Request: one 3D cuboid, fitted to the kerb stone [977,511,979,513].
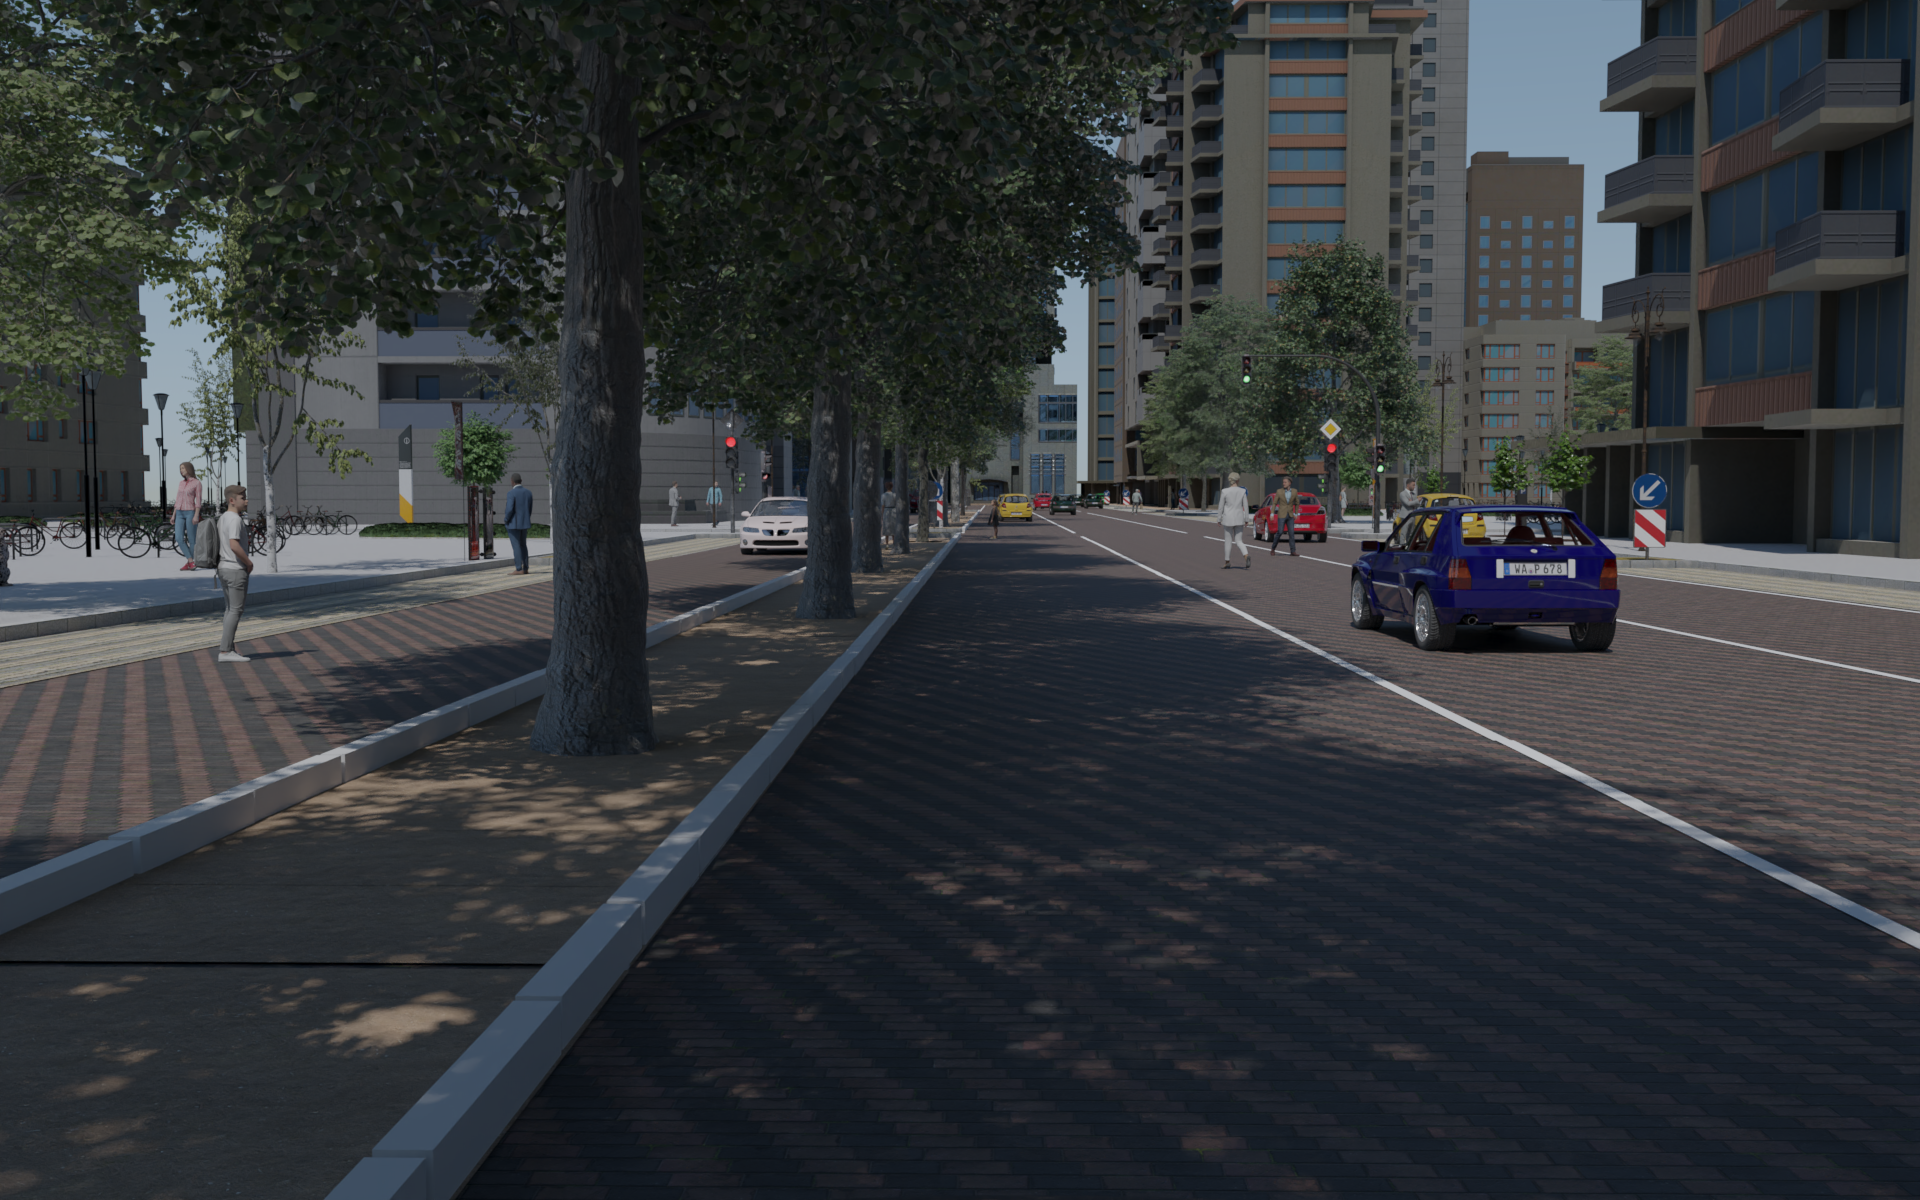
[{"bbox_3d":[1.017,-5.433,111.028,0.120,0.150,1.000,0,4,1],"label":"kerb stone"}]

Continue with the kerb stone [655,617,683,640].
[{"bbox_3d":[-2.931,0.304,17.226,0.120,0.150,1.000,0,4,1],"label":"kerb stone"}]

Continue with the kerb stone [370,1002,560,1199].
[{"bbox_3d":[-1.082,1.121,3.896,0.120,0.150,1.000,0,4,1],"label":"kerb stone"}]

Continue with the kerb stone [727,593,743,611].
[{"bbox_3d":[-2.839,0.054,21.338,0.120,0.150,1.000,0,4,1],"label":"kerb stone"}]

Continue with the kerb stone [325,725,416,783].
[{"bbox_3d":[-3.080,0.805,9.035,0.120,0.150,1.000,0,4,1],"label":"kerb stone"}]

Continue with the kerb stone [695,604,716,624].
[{"bbox_3d":[-2.886,0.179,19.275,0.120,0.150,1.000,0,4,1],"label":"kerb stone"}]

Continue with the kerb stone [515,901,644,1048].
[{"bbox_3d":[-1.067,1.056,4.928,0.120,0.150,1.000,0,4,1],"label":"kerb stone"}]

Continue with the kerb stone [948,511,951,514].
[{"bbox_3d":[-0.630,-6.816,133.638,0.120,0.150,1.000,0,4,1],"label":"kerb stone"}]

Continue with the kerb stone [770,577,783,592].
[{"bbox_3d":[-2.765,-0.198,25.434,0.120,0.150,1.000,0,4,1],"label":"kerb stone"}]

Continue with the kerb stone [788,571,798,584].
[{"bbox_3d":[-2.725,-0.321,27.497,0.120,0.150,1.000,0,4,1],"label":"kerb stone"}]

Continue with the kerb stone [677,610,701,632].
[{"bbox_3d":[-2.905,0.242,18.253,0.120,0.150,1.000,0,4,1],"label":"kerb stone"}]

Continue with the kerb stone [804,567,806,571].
[{"bbox_3d":[-2.676,-0.449,29.541,0.120,0.150,1.000,0,4,1],"label":"kerb stone"}]

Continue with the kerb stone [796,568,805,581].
[{"bbox_3d":[-2.705,-0.387,28.519,0.120,0.150,1.000,0,4,1],"label":"kerb stone"}]

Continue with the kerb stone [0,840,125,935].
[{"bbox_3d":[-3.150,1.000,5.955,0.120,0.150,1.000,0,4,1],"label":"kerb stone"}]

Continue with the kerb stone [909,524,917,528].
[{"bbox_3d":[-1.885,-2.924,70.065,0.120,0.150,1.000,0,4,1],"label":"kerb stone"}]

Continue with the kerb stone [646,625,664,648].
[{"bbox_3d":[-2.946,0.369,16.204,0.120,0.150,1.000,0,4,1],"label":"kerb stone"}]

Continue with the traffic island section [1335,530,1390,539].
[{"bbox_3d":[13.634,-2.101,56.633,2.009,0.180,2.903,0,4,1],"label":"traffic island section"}]

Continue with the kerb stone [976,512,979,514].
[{"bbox_3d":[0.915,-5.119,105.914,0.120,0.150,1.000,0,4,1],"label":"kerb stone"}]

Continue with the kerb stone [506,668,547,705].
[{"bbox_3d":[-3.026,0.619,12.107,0.120,0.150,1.000,0,4,1],"label":"kerb stone"}]

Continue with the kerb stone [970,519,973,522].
[{"bbox_3d":[0.397,-3.490,79.249,0.120,0.150,1.000,0,4,1],"label":"kerb stone"}]

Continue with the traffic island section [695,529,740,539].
[{"bbox_3d":[-7.503,-2.127,57.051,2.009,0.180,2.903,0,4,1],"label":"traffic island section"}]

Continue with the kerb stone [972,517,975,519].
[{"bbox_3d":[0.537,-3.921,86.429,0.120,0.150,1.000,0,4,1],"label":"kerb stone"}]

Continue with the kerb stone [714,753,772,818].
[{"bbox_3d":[-1.007,0.868,8.007,0.120,0.150,1.000,0,4,1],"label":"kerb stone"}]

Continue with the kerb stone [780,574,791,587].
[{"bbox_3d":[-2.746,-0.261,26.467,0.120,0.150,1.000,0,4,1],"label":"kerb stone"}]

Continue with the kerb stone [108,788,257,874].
[{"bbox_3d":[-3.120,0.930,6.988,0.120,0.150,1.000,0,4,1],"label":"kerb stone"}]

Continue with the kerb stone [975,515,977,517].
[{"bbox_3d":[0.721,-4.493,95.655,0.120,0.150,1.000,0,4,1],"label":"kerb stone"}]

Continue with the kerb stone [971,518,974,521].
[{"bbox_3d":[0.474,-3.739,83.346,0.120,0.150,1.000,0,4,1],"label":"kerb stone"}]

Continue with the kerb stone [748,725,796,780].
[{"bbox_3d":[-0.984,0.805,9.029,0.120,0.150,1.000,0,4,1],"label":"kerb stone"}]

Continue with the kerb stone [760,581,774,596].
[{"bbox_3d":[-2.781,-0.135,24.410,0.120,0.150,1.000,0,4,1],"label":"kerb stone"}]

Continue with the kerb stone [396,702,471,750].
[{"bbox_3d":[-3.069,0.742,10.060,0.120,0.150,1.000,0,4,1],"label":"kerb stone"}]

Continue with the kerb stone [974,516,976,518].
[{"bbox_3d":[0.618,-4.180,90.533,0.120,0.150,1.000,0,4,1],"label":"kerb stone"}]

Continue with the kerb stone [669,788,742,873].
[{"bbox_3d":[-1.024,0.930,6.985,0.120,0.150,1.000,0,4,1],"label":"kerb stone"}]

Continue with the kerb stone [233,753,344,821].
[{"bbox_3d":[-3.108,0.868,8.010,0.120,0.150,1.000,0,4,1],"label":"kerb stone"}]

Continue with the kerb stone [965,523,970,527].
[{"bbox_3d":[0.236,-2.988,71.052,0.120,0.150,1.000,0,4,1],"label":"kerb stone"}]

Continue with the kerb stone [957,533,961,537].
[{"bbox_3d":[-0.117,-1.890,53.098,0.120,0.150,1.000,0,4,1],"label":"kerb stone"}]

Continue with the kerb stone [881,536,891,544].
[{"bbox_3d":[-2.241,-1.828,52.079,0.120,0.150,1.000,0,4,1],"label":"kerb stone"}]

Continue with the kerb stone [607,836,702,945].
[{"bbox_3d":[-1.043,0.993,5.959,0.120,0.150,1.000,0,4,1],"label":"kerb stone"}]

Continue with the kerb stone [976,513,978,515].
[{"bbox_3d":[0.857,-4.932,102.830,0.120,0.150,1.000,0,4,1],"label":"kerb stone"}]

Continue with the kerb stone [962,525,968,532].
[{"bbox_3d":[0.135,-2.673,65.934,0.120,0.150,1.000,0,4,1],"label":"kerb stone"}]

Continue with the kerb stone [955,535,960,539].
[{"bbox_3d":[-0.156,-1.761,51.052,0.120,0.150,1.000,0,4,1],"label":"kerb stone"}]

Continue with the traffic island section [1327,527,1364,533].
[{"bbox_3d":[13.791,-2.589,64.617,2.009,0.180,2.903,0,4,1],"label":"traffic island section"}]

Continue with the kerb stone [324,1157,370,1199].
[{"bbox_3d":[-1.109,1.190,2.874,0.120,0.150,1.000,0,4,1],"label":"kerb stone"}]

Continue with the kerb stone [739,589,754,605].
[{"bbox_3d":[-2.820,-0.010,22.360,0.120,0.150,1.000,0,4,1],"label":"kerb stone"}]

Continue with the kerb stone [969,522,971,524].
[{"bbox_3d":[0.277,-3.113,73.096,0.120,0.150,1.000,0,4,1],"label":"kerb stone"}]

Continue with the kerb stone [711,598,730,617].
[{"bbox_3d":[-2.860,0.115,20.309,0.120,0.150,1.000,0,4,1],"label":"kerb stone"}]

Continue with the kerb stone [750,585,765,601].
[{"bbox_3d":[-2.798,-0.073,23.388,0.120,0.150,1.000,0,4,1],"label":"kerb stone"}]

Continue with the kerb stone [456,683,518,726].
[{"bbox_3d":[-3.047,0.680,11.085,0.120,0.150,1.000,0,4,1],"label":"kerb stone"}]
